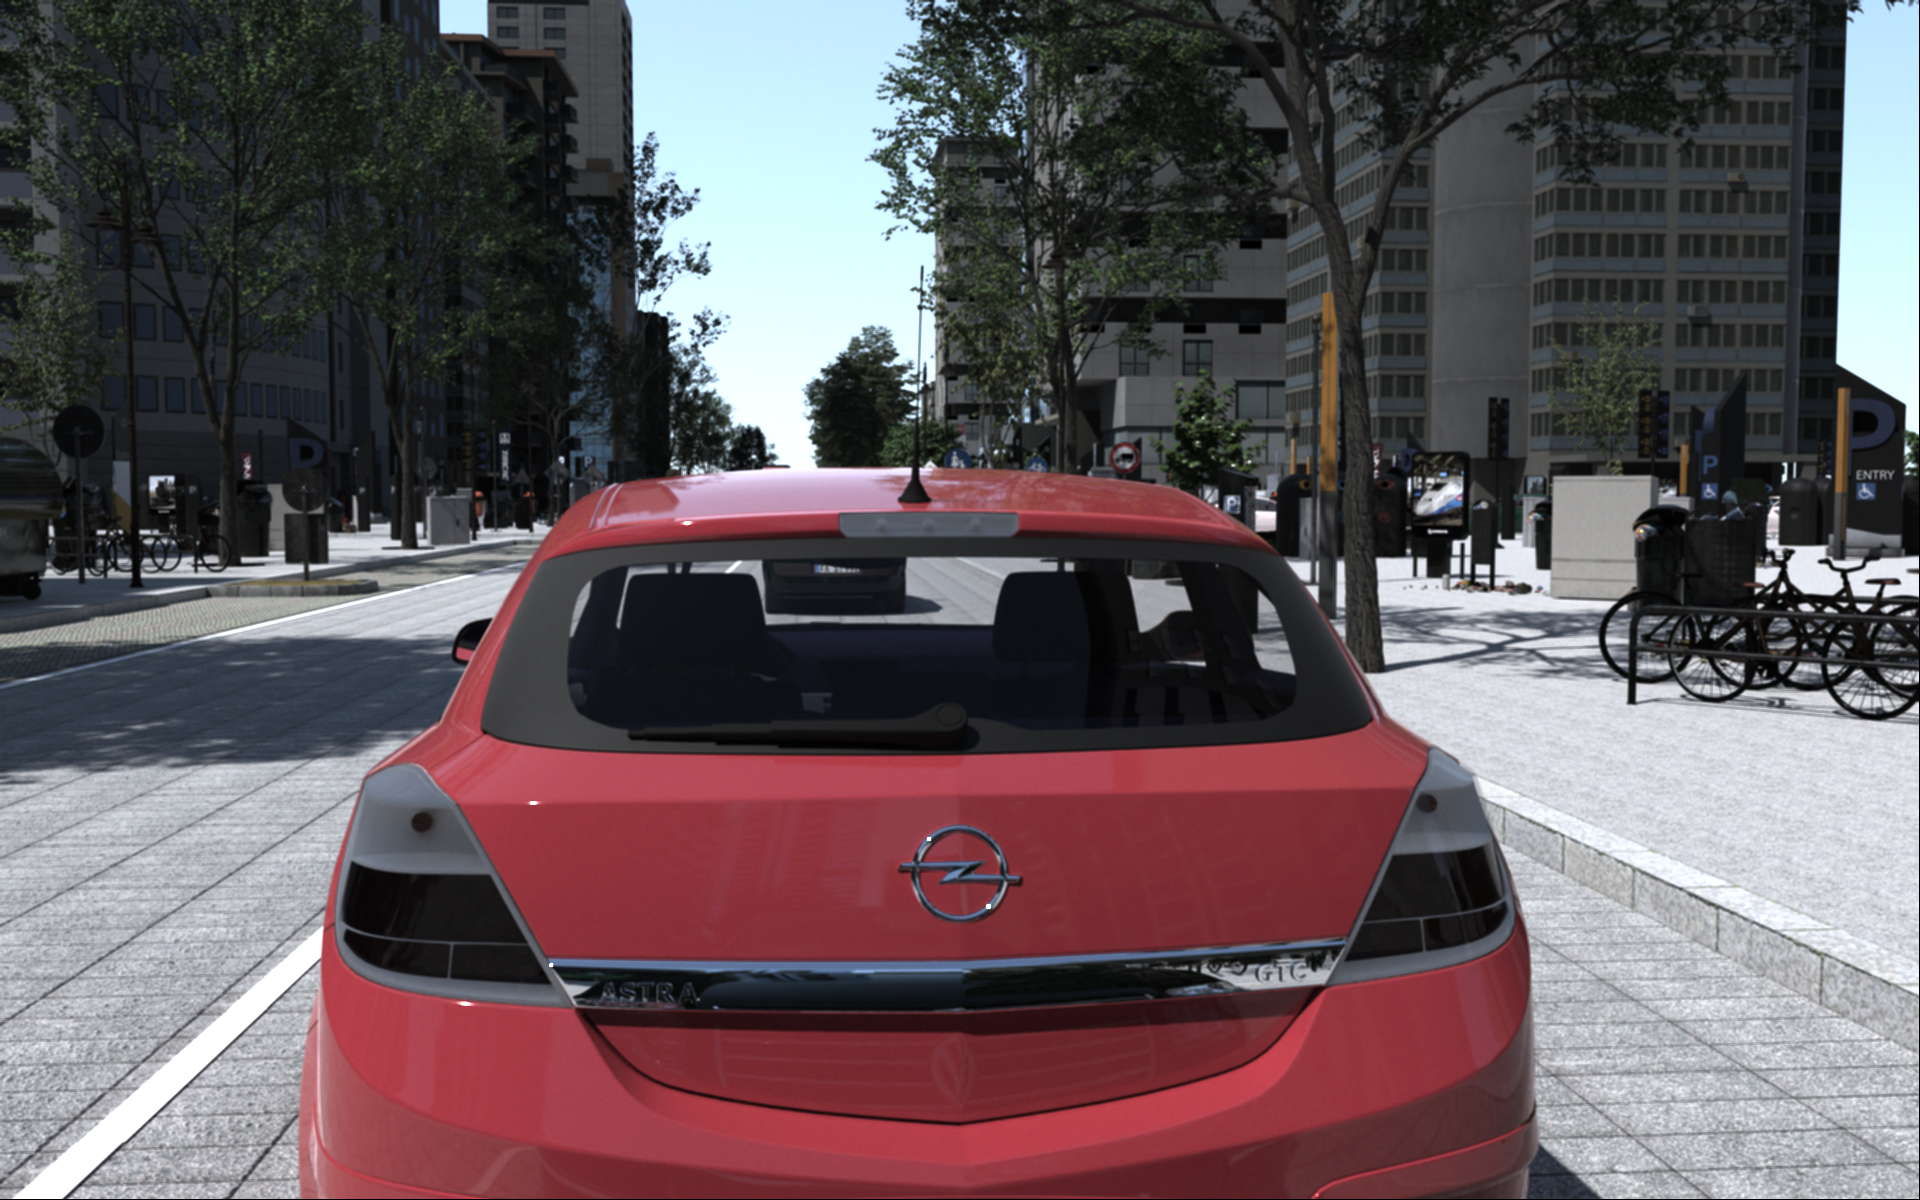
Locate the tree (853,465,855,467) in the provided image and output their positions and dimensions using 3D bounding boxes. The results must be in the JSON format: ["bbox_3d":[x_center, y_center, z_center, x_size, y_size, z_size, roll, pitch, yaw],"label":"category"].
[{"bbox_3d":[-9.121,-13.069,164.043,4.360,8.622,3.978,0,3,0],"label":"tree"}]

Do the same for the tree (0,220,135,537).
[{"bbox_3d":[-24.588,-5.904,46.888,4.737,8.622,4.395,0,3,0],"label":"tree"}]

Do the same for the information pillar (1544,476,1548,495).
[{"bbox_3d":[24.280,-4.142,72.216,0.304,2.012,0.304,0,4,-7],"label":"information pillar"}]

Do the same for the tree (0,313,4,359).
[{"bbox_3d":[-24.829,-5.519,40.595,4.360,8.622,3.978,0,3,0],"label":"tree"}]

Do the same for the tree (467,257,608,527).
[{"bbox_3d":[-15.792,-8.158,67.800,7.601,10.594,8.767,0,4,5],"label":"tree"}]

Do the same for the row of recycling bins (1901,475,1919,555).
[{"bbox_3d":[20.593,-1.902,38.215,1.069,1.692,3.534,1,4,14],"label":"row of recycling bins"}]

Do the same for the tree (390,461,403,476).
[{"bbox_3d":[-32.296,-6.462,100.255,1.663,3.219,1.824,0,3,0],"label":"tree"}]

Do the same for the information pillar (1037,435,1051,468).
[{"bbox_3d":[3.375,-4.744,68.924,0.504,3.616,0.183,-1,4,-13],"label":"information pillar"}]

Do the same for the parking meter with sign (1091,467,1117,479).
[{"bbox_3d":[4.038,-3.195,48.500,1.738,3.016,0.543,0,4,0],"label":"parking meter with sign"}]

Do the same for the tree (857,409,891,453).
[{"bbox_3d":[-6.899,-11.605,140.106,4.737,8.622,4.395,0,3,0],"label":"tree"}]

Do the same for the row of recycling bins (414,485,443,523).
[{"bbox_3d":[-24.208,-4.375,78.637,3.534,1.692,1.069,3,5,42],"label":"row of recycling bins"}]

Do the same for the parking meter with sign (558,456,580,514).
[{"bbox_3d":[-17.613,-5.119,79.949,1.738,3.016,0.543,-3,5,-44],"label":"parking meter with sign"}]

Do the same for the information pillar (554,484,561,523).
[{"bbox_3d":[-17.522,-4.327,75.230,0.304,2.012,0.304,0,4,6],"label":"information pillar"}]

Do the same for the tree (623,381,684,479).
[{"bbox_3d":[-19.733,-9.784,110.324,4.360,8.622,3.978,0,3,0],"label":"tree"}]

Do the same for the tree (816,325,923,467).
[{"bbox_3d":[-6.042,-12.133,116.495,7.486,12.596,7.792,0,3,0],"label":"tree"}]

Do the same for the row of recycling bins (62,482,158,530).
[{"bbox_3d":[-30.469,-3.350,61.892,3.534,1.692,1.069,-1,4,-20],"label":"row of recycling bins"}]

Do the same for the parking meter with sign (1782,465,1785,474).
[{"bbox_3d":[50.738,-6.679,105.458,1.738,3.016,0.543,-1,4,-9],"label":"parking meter with sign"}]

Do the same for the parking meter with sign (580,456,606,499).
[{"bbox_3d":[-16.388,-5.024,78.410,0.543,3.016,1.738,-3,5,-44],"label":"parking meter with sign"}]

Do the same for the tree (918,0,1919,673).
[{"bbox_3d":[3.011,-4.778,12.535,8.767,10.594,7.601,1,4,10],"label":"tree"}]

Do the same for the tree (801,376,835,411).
[{"bbox_3d":[-16.064,-24.260,252.538,12.611,20.169,13.585,0,3,0],"label":"tree"}]

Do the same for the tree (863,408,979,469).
[{"bbox_3d":[-1.261,-5.028,65.915,4.285,4.588,4.351,0,3,0],"label":"tree"}]

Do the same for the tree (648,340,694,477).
[{"bbox_3d":[-20.053,-11.750,117.872,9.928,11.665,9.643,0,3,0],"label":"tree"}]

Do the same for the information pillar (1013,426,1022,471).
[{"bbox_3d":[1.984,-4.182,59.735,0.183,3.616,0.504,-2,4,-29],"label":"information pillar"}]

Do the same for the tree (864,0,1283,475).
[{"bbox_3d":[1.934,-6.520,32.360,9.928,11.665,9.643,0,3,0],"label":"tree"}]

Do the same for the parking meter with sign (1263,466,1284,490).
[{"bbox_3d":[19.078,-6.774,107.016,1.738,3.016,0.543,1,4,15],"label":"parking meter with sign"}]

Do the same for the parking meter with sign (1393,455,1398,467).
[{"bbox_3d":[18.505,-4.937,76.975,1.738,3.016,0.543,0,4,0],"label":"parking meter with sign"}]

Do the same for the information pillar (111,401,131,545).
[{"bbox_3d":[-21.031,-3.189,43.492,0.183,3.616,0.504,1,4,22],"label":"information pillar"}]

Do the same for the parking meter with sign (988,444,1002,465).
[{"bbox_3d":[0.699,-3.861,59.386,0.543,3.016,1.738,3,5,39],"label":"parking meter with sign"}]

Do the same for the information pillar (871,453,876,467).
[{"bbox_3d":[-4.854,-6.488,97.425,0.183,3.616,0.504,2,4,31],"label":"information pillar"}]

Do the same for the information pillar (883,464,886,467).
[{"bbox_3d":[-5.357,-8.095,123.709,0.183,3.616,0.504,-3,5,-41],"label":"information pillar"}]

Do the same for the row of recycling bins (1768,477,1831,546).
[{"bbox_3d":[22.079,-2.246,43.831,3.534,1.692,1.069,-2,4,-31],"label":"row of recycling bins"}]

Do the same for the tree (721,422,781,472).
[{"bbox_3d":[-33.471,-21.989,276.525,9.611,12.733,9.660,0,3,0],"label":"tree"}]

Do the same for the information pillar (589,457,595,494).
[{"bbox_3d":[-23.173,-7.205,109.161,0.504,3.616,0.183,2,4,28],"label":"information pillar"}]

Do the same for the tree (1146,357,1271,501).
[{"bbox_3d":[3.303,-1.818,24.332,1.663,3.219,1.824,0,3,0],"label":"tree"}]

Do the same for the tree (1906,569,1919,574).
[{"bbox_3d":[16.045,-2.038,27.919,1.663,3.219,1.824,0,3,0],"label":"tree"}]

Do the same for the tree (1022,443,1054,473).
[{"bbox_3d":[2.732,-4.380,66.222,1.663,3.219,1.824,0,3,0],"label":"tree"}]

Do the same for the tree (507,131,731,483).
[{"bbox_3d":[-18.251,-14.457,92.265,12.611,20.169,13.585,0,3,0],"label":"tree"}]

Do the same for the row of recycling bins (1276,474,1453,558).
[{"bbox_3d":[8.271,-1.738,35.528,3.534,1.692,1.069,1,4,12],"label":"row of recycling bins"}]

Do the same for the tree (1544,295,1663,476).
[{"bbox_3d":[23.745,-6.912,63.376,4.737,8.622,4.395,0,3,0],"label":"tree"}]

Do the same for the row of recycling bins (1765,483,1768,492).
[{"bbox_3d":[29.857,-3.449,63.503,3.534,1.692,1.069,0,4,-1],"label":"row of recycling bins"}]

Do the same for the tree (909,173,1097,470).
[{"bbox_3d":[0.956,-5.533,40.819,4.737,8.622,4.395,0,3,0],"label":"tree"}]

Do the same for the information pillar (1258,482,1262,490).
[{"bbox_3d":[18.677,-6.365,108.558,0.304,2.012,0.304,-2,4,-30],"label":"information pillar"}]

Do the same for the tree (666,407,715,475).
[{"bbox_3d":[-21.809,-11.509,138.532,4.737,8.622,4.395,0,3,0],"label":"tree"}]

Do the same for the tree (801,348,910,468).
[{"bbox_3d":[-8.596,-14.788,148.431,9.857,13.997,8.962,0,3,0],"label":"tree"}]

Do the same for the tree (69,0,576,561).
[{"bbox_3d":[-12.930,-6.975,39.794,9.928,11.665,9.643,0,3,0],"label":"tree"}]

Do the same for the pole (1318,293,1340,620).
[{"bbox_3d":[3.772,-1.458,17.690,0.158,3.312,0.155,0,3,0],"label":"pole"}]

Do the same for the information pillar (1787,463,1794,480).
[{"bbox_3d":[45.503,-6.337,94.964,0.504,3.616,0.183,-2,4,-30],"label":"information pillar"}]

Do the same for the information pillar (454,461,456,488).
[{"bbox_3d":[-36.202,-8.126,124.219,0.183,3.616,0.504,-1,4,-13],"label":"information pillar"}]

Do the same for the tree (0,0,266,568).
[{"bbox_3d":[-13.056,-6.392,30.257,9.928,11.665,9.643,0,3,0],"label":"tree"}]

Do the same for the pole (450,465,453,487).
[{"bbox_3d":[-35.463,-7.767,120.833,0.158,3.312,0.155,0,3,0],"label":"pole"}]

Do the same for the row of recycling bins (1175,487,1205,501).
[{"bbox_3d":[9.262,-3.828,69.695,1.069,1.692,3.534,0,4,-2],"label":"row of recycling bins"}]

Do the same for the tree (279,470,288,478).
[{"bbox_3d":[-28.057,-4.878,74.354,1.663,3.219,1.824,0,3,0],"label":"tree"}]
